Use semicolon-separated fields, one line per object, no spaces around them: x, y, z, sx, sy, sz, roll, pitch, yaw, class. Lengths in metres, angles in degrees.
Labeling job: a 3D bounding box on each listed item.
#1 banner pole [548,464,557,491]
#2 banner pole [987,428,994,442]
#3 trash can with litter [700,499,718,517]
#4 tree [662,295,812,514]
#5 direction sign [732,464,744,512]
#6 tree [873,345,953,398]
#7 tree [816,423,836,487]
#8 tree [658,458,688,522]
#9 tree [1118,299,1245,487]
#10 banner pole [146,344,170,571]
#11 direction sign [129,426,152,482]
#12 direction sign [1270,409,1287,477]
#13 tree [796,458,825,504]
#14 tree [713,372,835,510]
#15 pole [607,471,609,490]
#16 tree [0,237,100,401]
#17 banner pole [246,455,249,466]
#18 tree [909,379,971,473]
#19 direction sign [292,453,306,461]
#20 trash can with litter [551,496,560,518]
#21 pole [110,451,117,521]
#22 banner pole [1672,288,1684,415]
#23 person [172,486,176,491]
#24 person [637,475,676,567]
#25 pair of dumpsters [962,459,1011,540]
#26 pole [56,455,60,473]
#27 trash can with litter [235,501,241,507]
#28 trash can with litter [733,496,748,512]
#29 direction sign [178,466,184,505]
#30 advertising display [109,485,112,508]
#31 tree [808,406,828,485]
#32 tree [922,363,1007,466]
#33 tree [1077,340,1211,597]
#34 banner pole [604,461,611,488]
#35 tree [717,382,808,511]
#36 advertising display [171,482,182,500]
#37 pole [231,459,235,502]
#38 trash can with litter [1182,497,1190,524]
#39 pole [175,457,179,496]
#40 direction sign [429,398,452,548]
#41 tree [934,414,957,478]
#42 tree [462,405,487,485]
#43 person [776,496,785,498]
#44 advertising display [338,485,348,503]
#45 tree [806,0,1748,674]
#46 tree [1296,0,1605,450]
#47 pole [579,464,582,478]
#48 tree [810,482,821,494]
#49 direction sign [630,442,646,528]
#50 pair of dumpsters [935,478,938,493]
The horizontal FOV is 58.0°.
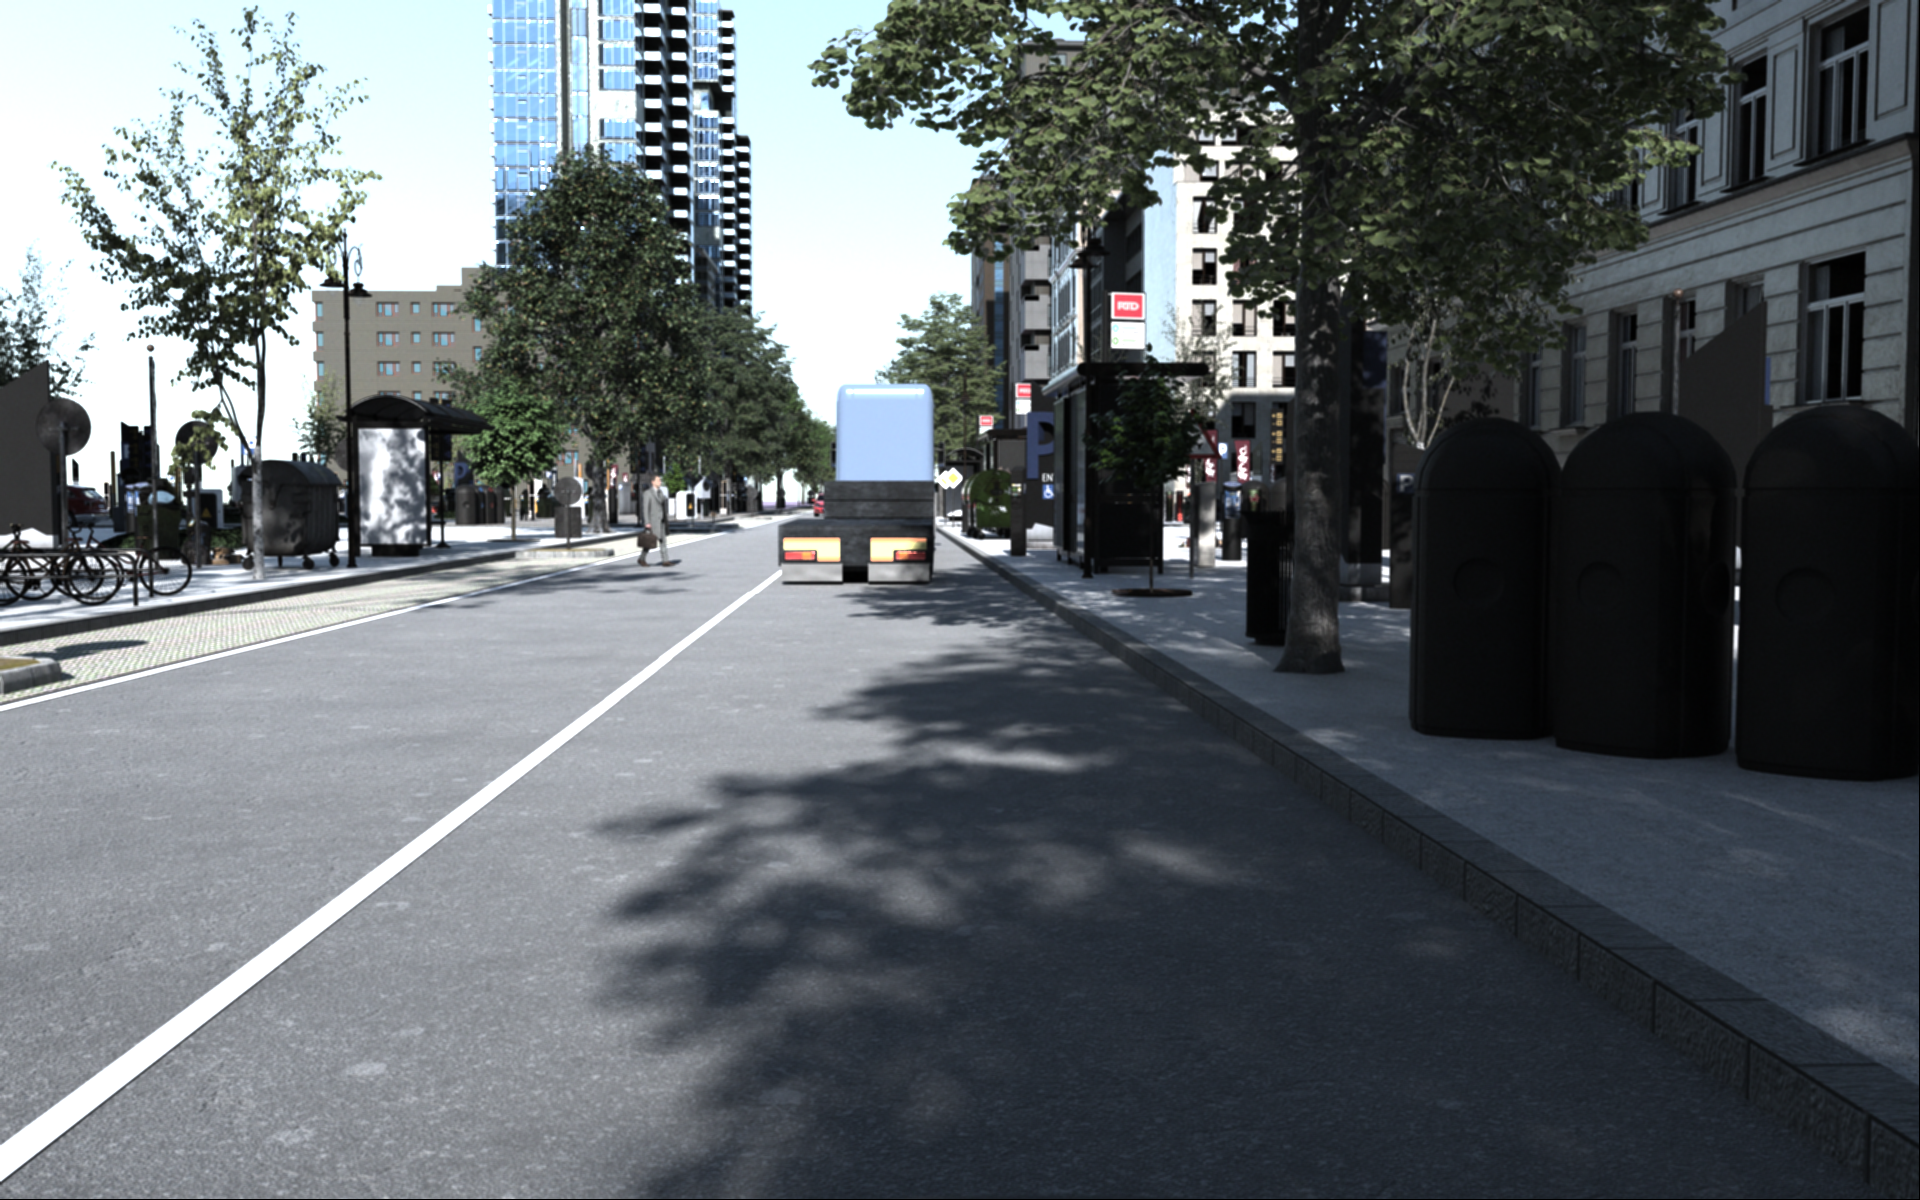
-29.557;-8.288;125.530;0.863;3.779;0.401;-2;4;-34;banner pole
1.168;-4.646;65.977;0.401;3.779;0.863;-2;4;-24;banner pole
-14.285;-5.329;98.517;1.055;1.170;0.624;0;4;-5;trash can with litter
-14.967;-12.455;110.294;9.857;13.997;8.962;0;3;0;tree
-15.635;-7.946;121.912;0.876;3.537;0.379;1;4;9;direction sign
-3.966;-21.960;214.934;12.611;20.169;13.585;0;3;0;tree
-23.462;-24.423;305.974;9.857;13.997;8.962;0;3;0;tree
-13.227;-5.282;80.965;1.663;3.219;1.824;0;3;0;tree
8.626;-6.985;64.570;4.360;8.622;3.978;0;3;0;tree
-13.398;-2.374;28.828;0.401;3.779;0.863;-2;4;-30;banner pole
-27.067;-3.997;57.356;0.876;3.537;0.379;0;4;7;direction sign
8.654;-3.296;45.886;0.876;3.537;0.379;0;4;4;direction sign
-19.875;-16.777;224.665;4.360;8.622;3.978;0;3;0;tree
-16.437;-13.147;140.712;9.928;11.665;9.643;0;3;0;tree
-20.363;-6.508;100.245;0.158;3.312;0.155;0;3;0;pole
-27.281;-6.109;50.250;4.360;8.622;3.978;0;3;0;tree
-36.098;-5.982;87.822;0.401;3.779;0.863;-2;4;-33;banner pole
-3.096;-15.753;167.925;12.009;13.543;11.850;0;3;0;tree
-36.133;-6.288;94.800;0.379;3.537;0.876;2;4;34;direction sign
-22.157;-5.102;94.802;0.624;1.170;1.055;0;4;-5;trash can with litter
-39.950;-5.377;81.750;0.158;3.312;0.155;0;3;0;pole
8.661;-1.894;20.984;0.401;3.779;0.863;1;4;20;banner pole
-30.512;-3.545;67.136;0.731;1.740;0.598;0;4;8;person
-5.991;-1.563;34.160;0.767;1.812;0.694;2;4;27;person
0.922;-2.930;50.401;1.574;2.255;4.437;0;4;-2;pair of dumpsters
-23.420;-3.137;45.133;0.158;3.312;0.155;0;3;0;pole
-49.765;-6.659;119.924;2.233;1.210;1.678;1;4;14;trash can with litter
-15.862;-6.998;125.802;1.055;1.170;0.624;2;4;30;trash can with litter
-63.137;-9.095;140.705;0.876;3.537;0.379;-1;4;-20;direction sign
-59.482;-7.114;121.519;0.123;1.923;0.974;-1;4;-11;advertising display
-17.202;-15.062;163.277;9.611;12.733;9.660;0;3;0;tree
-1.214;-11.043;114.973;8.767;10.594;7.601;0;4;-3;tree
2.303;-1.675;21.986;1.663;3.219;1.824;0;3;0;tree
-15.780;-5.335;77.250;0.863;3.779;0.401;2;4;35;banner pole
-15.343;-12.024;131.009;8.767;10.594;7.601;3;5;39;tree
-43.785;-5.600;96.774;0.974;1.923;0.123;3;4;39;advertising display
-42.277;-6.537;100.727;0.158;3.312;0.155;0;3;0;pole
10.034;-3.844;74.236;1.055;1.170;0.624;2;4;32;trash can with litter
-42.845;-6.172;94.749;0.158;3.312;0.155;0;3;0;pole
-12.326;-3.007;41.165;0.379;3.537;0.876;1;4;14;direction sign
-1.291;-10.896;128.511;4.737;8.622;4.395;0;3;0;tree
-36.724;-10.646;124.417;4.737;8.622;4.395;0;3;0;tree
-23.488;-13.298;226.653;1.217;1.736;0.721;0;4;-6;person
-43.629;-7.158;122.248;0.123;1.923;0.974;3;4;36;advertising display
2.479;-5.779;12.610;7.486;12.596;7.792;0;3;0;tree
6.927;-4.569;25.067;4.360;8.622;3.978;0;3;0;tree
-25.647;-7.535;117.041;0.158;3.312;0.155;0;3;0;pole
-21.455;-16.009;256.340;1.663;3.219;1.824;0;3;0;tree
-12.257;-4.524;65.959;0.876;3.537;0.379;3;4;39;direction sign
-1.312;-6.298;105.471;1.574;2.255;4.437;0;4;-3;pair of dumpsters
